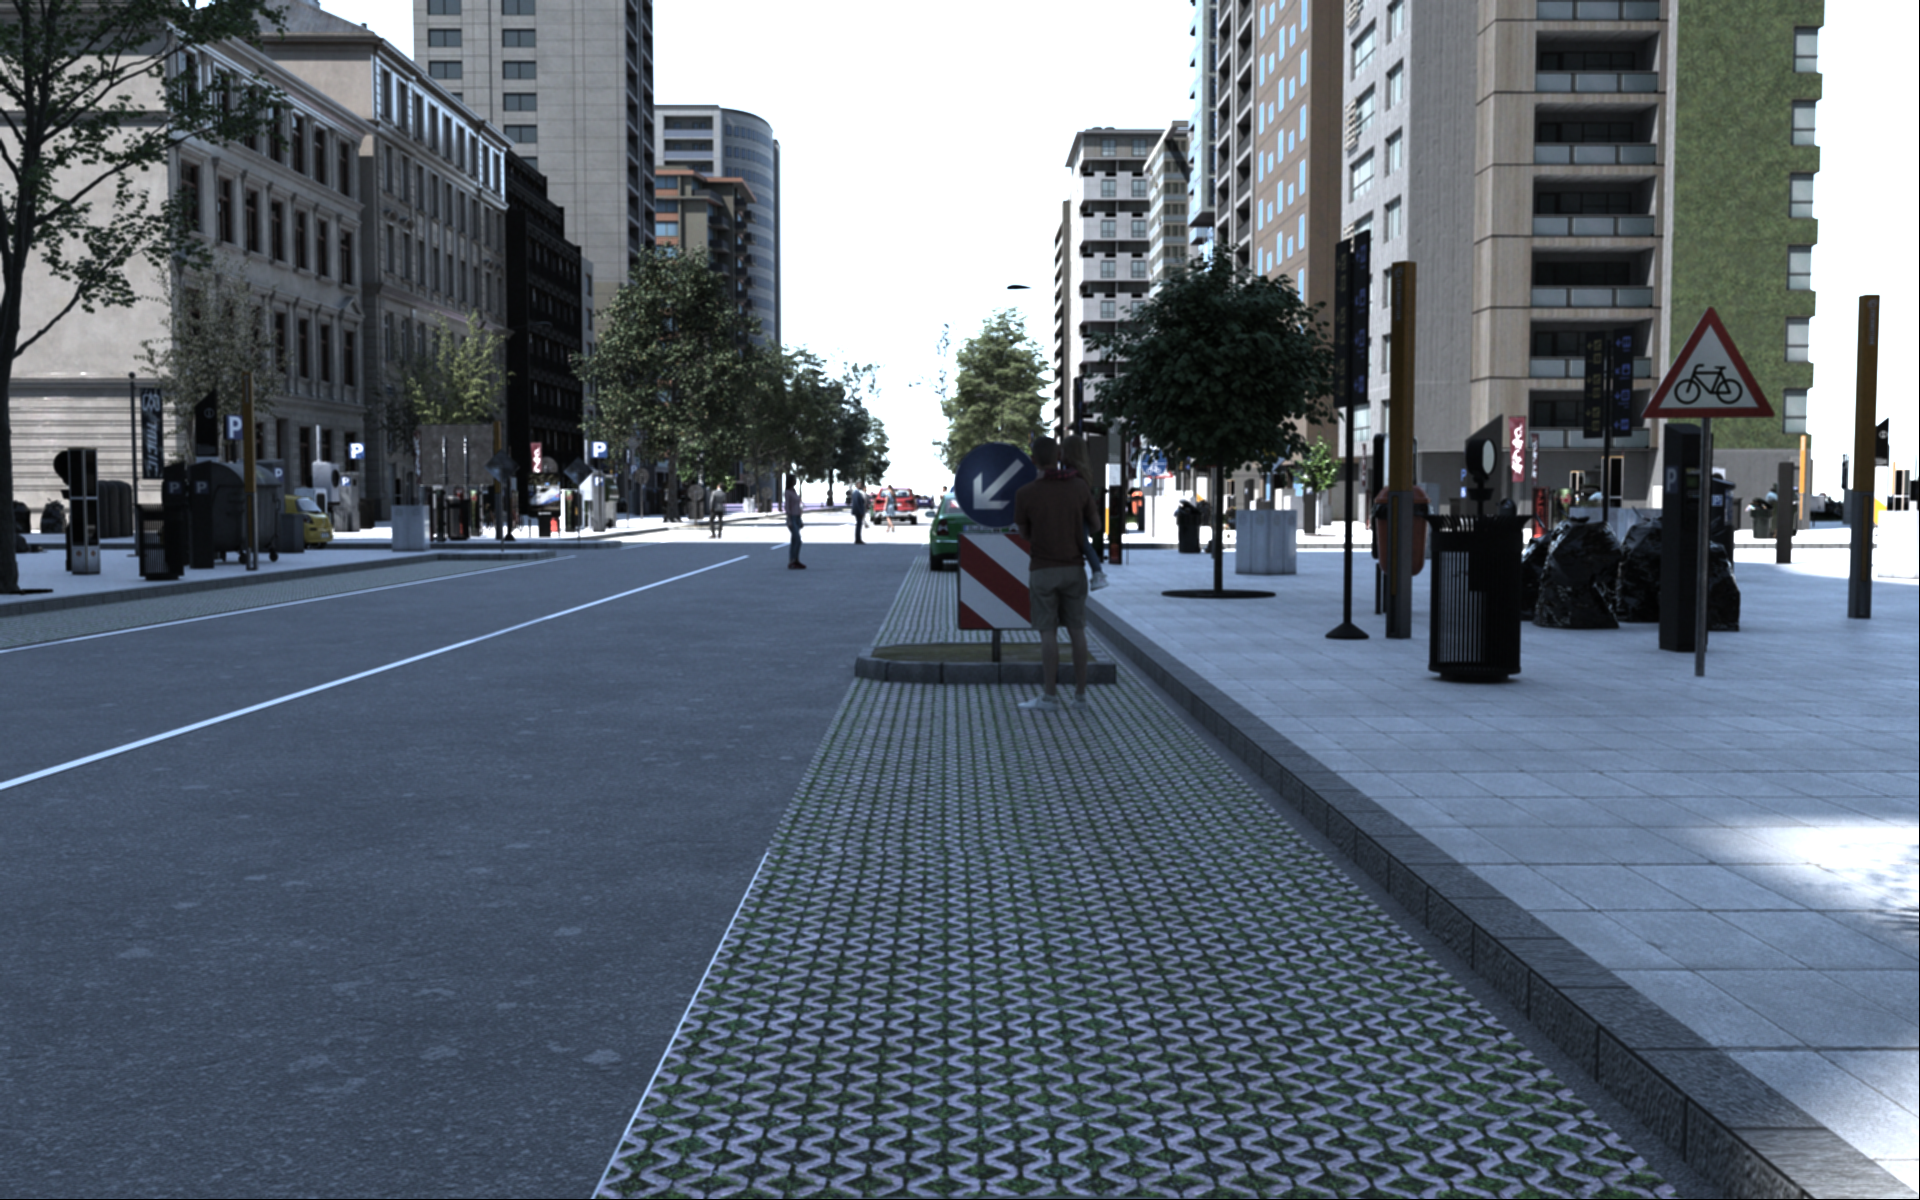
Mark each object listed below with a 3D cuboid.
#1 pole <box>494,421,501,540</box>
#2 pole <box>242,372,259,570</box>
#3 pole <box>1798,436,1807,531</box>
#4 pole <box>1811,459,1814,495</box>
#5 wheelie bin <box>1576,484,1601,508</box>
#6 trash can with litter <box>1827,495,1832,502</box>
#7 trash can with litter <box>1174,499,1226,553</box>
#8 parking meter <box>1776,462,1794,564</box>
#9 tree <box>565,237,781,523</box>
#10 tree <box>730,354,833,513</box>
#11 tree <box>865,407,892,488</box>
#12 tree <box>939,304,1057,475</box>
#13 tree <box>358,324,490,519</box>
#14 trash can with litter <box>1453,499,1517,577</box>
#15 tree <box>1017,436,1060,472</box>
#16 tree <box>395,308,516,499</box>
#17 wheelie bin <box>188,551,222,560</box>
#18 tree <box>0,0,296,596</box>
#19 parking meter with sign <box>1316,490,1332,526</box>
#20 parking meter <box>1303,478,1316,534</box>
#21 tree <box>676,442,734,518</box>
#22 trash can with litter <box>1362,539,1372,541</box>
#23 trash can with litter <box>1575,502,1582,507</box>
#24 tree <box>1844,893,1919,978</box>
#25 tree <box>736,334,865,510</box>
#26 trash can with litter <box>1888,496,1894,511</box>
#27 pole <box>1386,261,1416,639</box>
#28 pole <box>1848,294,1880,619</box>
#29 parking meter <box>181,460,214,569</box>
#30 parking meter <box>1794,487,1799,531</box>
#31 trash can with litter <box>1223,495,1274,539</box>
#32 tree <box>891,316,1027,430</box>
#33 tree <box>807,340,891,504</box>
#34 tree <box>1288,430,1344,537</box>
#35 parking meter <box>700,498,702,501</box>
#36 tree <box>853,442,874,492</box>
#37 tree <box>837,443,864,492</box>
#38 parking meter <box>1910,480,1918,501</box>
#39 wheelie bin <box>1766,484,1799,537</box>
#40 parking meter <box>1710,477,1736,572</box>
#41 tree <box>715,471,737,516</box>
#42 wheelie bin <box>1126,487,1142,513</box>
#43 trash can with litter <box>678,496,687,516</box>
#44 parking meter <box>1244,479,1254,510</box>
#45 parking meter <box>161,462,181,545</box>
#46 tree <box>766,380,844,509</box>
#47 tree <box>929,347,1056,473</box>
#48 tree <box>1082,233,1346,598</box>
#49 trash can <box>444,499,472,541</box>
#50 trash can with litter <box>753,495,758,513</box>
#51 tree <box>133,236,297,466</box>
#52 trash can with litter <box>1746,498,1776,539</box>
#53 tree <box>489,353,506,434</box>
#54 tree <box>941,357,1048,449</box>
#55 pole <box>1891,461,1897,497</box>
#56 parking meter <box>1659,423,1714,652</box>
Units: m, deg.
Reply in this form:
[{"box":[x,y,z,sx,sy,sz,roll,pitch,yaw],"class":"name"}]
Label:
[{"box":[-12.926,-3.342,48.485,0.158,3.312,0.155,0,3,0],"class":"pole"},{"box":[-11.908,-2.153,29.047,0.158,3.312,0.155,0,3,0],"class":"pole"},{"box":[29.428,-4.076,60.485,0.158,3.312,0.155,0,3,0],"class":"pole"},{"box":[49.440,-6.529,100.595,0.158,3.312,0.155,0,3,0],"class":"pole"},{"box":[19.976,-2.873,54.878,0.980,1.594,0.693,3,4,36],"class":"wheelie bin"},{"box":[55.252,-6.027,109.603,1.678,1.210,2.233,3,5,43],"class":"trash can with litter"},{"box":[5.218,-1.611,37.728,1.055,1.170,0.624,0,4,-7],"class":"trash can with litter"},{"box":[15.218,-1.605,31.953,0.255,1.863,0.399,2,4,24],"class":"parking meter"},{"box":[-12.872,-9.814,77.465,9.611,12.733,9.660,0,3,0],"class":"tree"},{"box":[-13.598,-11.019,114.571,7.601,10.594,8.767,1,4,14],"class":"tree"},{"box":[-14.510,-17.493,192.662,9.857,13.997,8.962,0,3,0],"class":"tree"},{"box":[2.390,-11.366,103.962,7.486,12.596,7.792,0,3,0],"class":"tree"},{"box":[-23.395,-7.588,74.430,4.360,8.622,3.978,0,3,0],"class":"tree"},{"box":[8.463,-0.973,26.959,1.678,1.210,2.233,0,4,-5],"class":"trash can with litter"},{"box":[2.661,-3.848,57.522,1.663,3.219,1.824,0,3,0],"class":"tree"},{"box":[-19.618,-7.177,67.713,4.737,8.622,4.395,0,3,0],"class":"tree"},{"box":[-14.792,-1.599,34.054,0.693,1.594,0.980,0,4,-7],"class":"wheelie bin"},{"box":[-12.191,-5.887,22.005,9.928,11.665,9.643,0,3,0],"class":"tree"},{"box":[14.637,-4.522,70.189,0.543,3.016,1.738,-1,4,-9],"class":"parking meter with sign"},{"box":[11.204,-3.046,55.513,0.399,1.863,0.255,1,4,22],"class":"parking meter"},{"box":[-13.761,-6.701,93.270,4.285,4.588,4.351,0,3,0],"class":"tree"},{"box":[12.319,-2.231,47.534,1.678,1.210,2.233,-3,5,-42],"class":"trash can with litter"},{"box":[17.373,-2.267,48.455,1.055,1.170,0.624,0,4,3],"class":"trash can with litter"},{"box":[2.987,-5.747,4.333,12.009,13.543,11.850,0,3,0],"class":"tree"},{"box":[-13.748,-14.215,139.077,9.857,13.997,8.962,0,3,0],"class":"tree"},{"box":[58.179,-5.904,107.914,0.624,1.170,1.055,-1,4,-15],"class":"trash can with litter"},{"box":[3.904,-1.314,15.321,0.158,3.312,0.155,0,3,0],"class":"pole"},{"box":[9.302,-1.466,17.817,0.158,3.312,0.155,0,3,0],"class":"pole"},{"box":[-13.084,-1.473,29.788,0.399,1.863,0.255,-3,4,-39],"class":"parking meter"},{"box":[27.610,-3.002,57.487,0.372,1.533,0.369,0,3,0],"class":"parking meter"},{"box":[8.381,-2.366,49.736,2.233,1.210,1.678,1,4,19],"class":"trash can with litter"},{"box":[0.770,-20.090,184.363,12.611,20.169,13.585,0,3,0],"class":"tree"},{"box":[-14.863,-22.042,216.273,12.611,20.169,13.585,0,3,0],"class":"tree"},{"box":[10.734,-3.529,52.293,1.663,3.219,1.824,0,3,0],"class":"tree"},{"box":[-15.796,-6.006,106.607,0.372,1.533,0.369,0,3,0],"class":"parking meter"},{"box":[-13.731,-17.768,240.866,4.737,8.622,4.395,0,3,0],"class":"tree"},{"box":[-14.702,-17.028,228.767,4.360,8.622,3.978,0,3,0],"class":"tree"},{"box":[39.582,-4.041,71.782,0.399,1.863,0.255,-2,4,-30],"class":"parking meter"},{"box":[24.806,-2.717,52.330,0.980,1.594,0.693,-1,4,-14],"class":"wheelie bin"},{"box":[11.329,-1.062,25.781,0.372,1.533,0.369,0,3,0],"class":"parking meter"},{"box":[-13.793,-6.450,100.059,1.663,3.219,1.824,0,3,0],"class":"tree"},{"box":[8.319,-4.538,82.106,0.693,1.594,0.980,3,5,45],"class":"wheelie bin"},{"box":[-16.203,-5.423,100.057,0.624,1.170,1.055,-2,4,-31],"class":"trash can with litter"},{"box":[11.134,-3.731,66.719,0.255,1.863,0.399,-1,4,-18],"class":"parking meter"},{"box":[-14.068,-1.547,31.005,0.399,1.863,0.255,-2,4,-25],"class":"parking meter"},{"box":[-14.120,-13.951,153.857,9.928,11.665,9.643,0,3,0],"class":"tree"},{"box":[2.772,-13.054,130.435,9.611,12.733,9.660,0,3,0],"class":"tree"},{"box":[3.333,-2.328,21.775,4.285,4.588,4.351,0,3,0],"class":"tree"},{"box":[-13.905,-2.223,47.997,0.748,1.137,0.748,0,3,0],"class":"trash can"},{"box":[-14.184,-6.587,118.761,1.678,1.210,2.233,0,4,-4],"class":"trash can with litter"},{"box":[-21.883,-6.105,50.186,4.360,8.622,3.978,0,3,0],"class":"tree"},{"box":[23.035,-2.329,49.467,1.055,1.170,0.624,-1,4,-22],"class":"trash can with litter"},{"box":[-23.618,-8.116,83.065,4.360,8.622,3.978,0,3,0],"class":"tree"},{"box":[2.437,-11.058,115.202,8.767,10.594,7.601,3,5,42],"class":"tree"},{"box":[57.552,-6.906,106.748,0.158,3.312,0.155,0,3,0],"class":"pole"},{"box":[5.928,-0.516,14.143,0.255,1.863,0.399,0,4,-4],"class":"parking meter"}]
